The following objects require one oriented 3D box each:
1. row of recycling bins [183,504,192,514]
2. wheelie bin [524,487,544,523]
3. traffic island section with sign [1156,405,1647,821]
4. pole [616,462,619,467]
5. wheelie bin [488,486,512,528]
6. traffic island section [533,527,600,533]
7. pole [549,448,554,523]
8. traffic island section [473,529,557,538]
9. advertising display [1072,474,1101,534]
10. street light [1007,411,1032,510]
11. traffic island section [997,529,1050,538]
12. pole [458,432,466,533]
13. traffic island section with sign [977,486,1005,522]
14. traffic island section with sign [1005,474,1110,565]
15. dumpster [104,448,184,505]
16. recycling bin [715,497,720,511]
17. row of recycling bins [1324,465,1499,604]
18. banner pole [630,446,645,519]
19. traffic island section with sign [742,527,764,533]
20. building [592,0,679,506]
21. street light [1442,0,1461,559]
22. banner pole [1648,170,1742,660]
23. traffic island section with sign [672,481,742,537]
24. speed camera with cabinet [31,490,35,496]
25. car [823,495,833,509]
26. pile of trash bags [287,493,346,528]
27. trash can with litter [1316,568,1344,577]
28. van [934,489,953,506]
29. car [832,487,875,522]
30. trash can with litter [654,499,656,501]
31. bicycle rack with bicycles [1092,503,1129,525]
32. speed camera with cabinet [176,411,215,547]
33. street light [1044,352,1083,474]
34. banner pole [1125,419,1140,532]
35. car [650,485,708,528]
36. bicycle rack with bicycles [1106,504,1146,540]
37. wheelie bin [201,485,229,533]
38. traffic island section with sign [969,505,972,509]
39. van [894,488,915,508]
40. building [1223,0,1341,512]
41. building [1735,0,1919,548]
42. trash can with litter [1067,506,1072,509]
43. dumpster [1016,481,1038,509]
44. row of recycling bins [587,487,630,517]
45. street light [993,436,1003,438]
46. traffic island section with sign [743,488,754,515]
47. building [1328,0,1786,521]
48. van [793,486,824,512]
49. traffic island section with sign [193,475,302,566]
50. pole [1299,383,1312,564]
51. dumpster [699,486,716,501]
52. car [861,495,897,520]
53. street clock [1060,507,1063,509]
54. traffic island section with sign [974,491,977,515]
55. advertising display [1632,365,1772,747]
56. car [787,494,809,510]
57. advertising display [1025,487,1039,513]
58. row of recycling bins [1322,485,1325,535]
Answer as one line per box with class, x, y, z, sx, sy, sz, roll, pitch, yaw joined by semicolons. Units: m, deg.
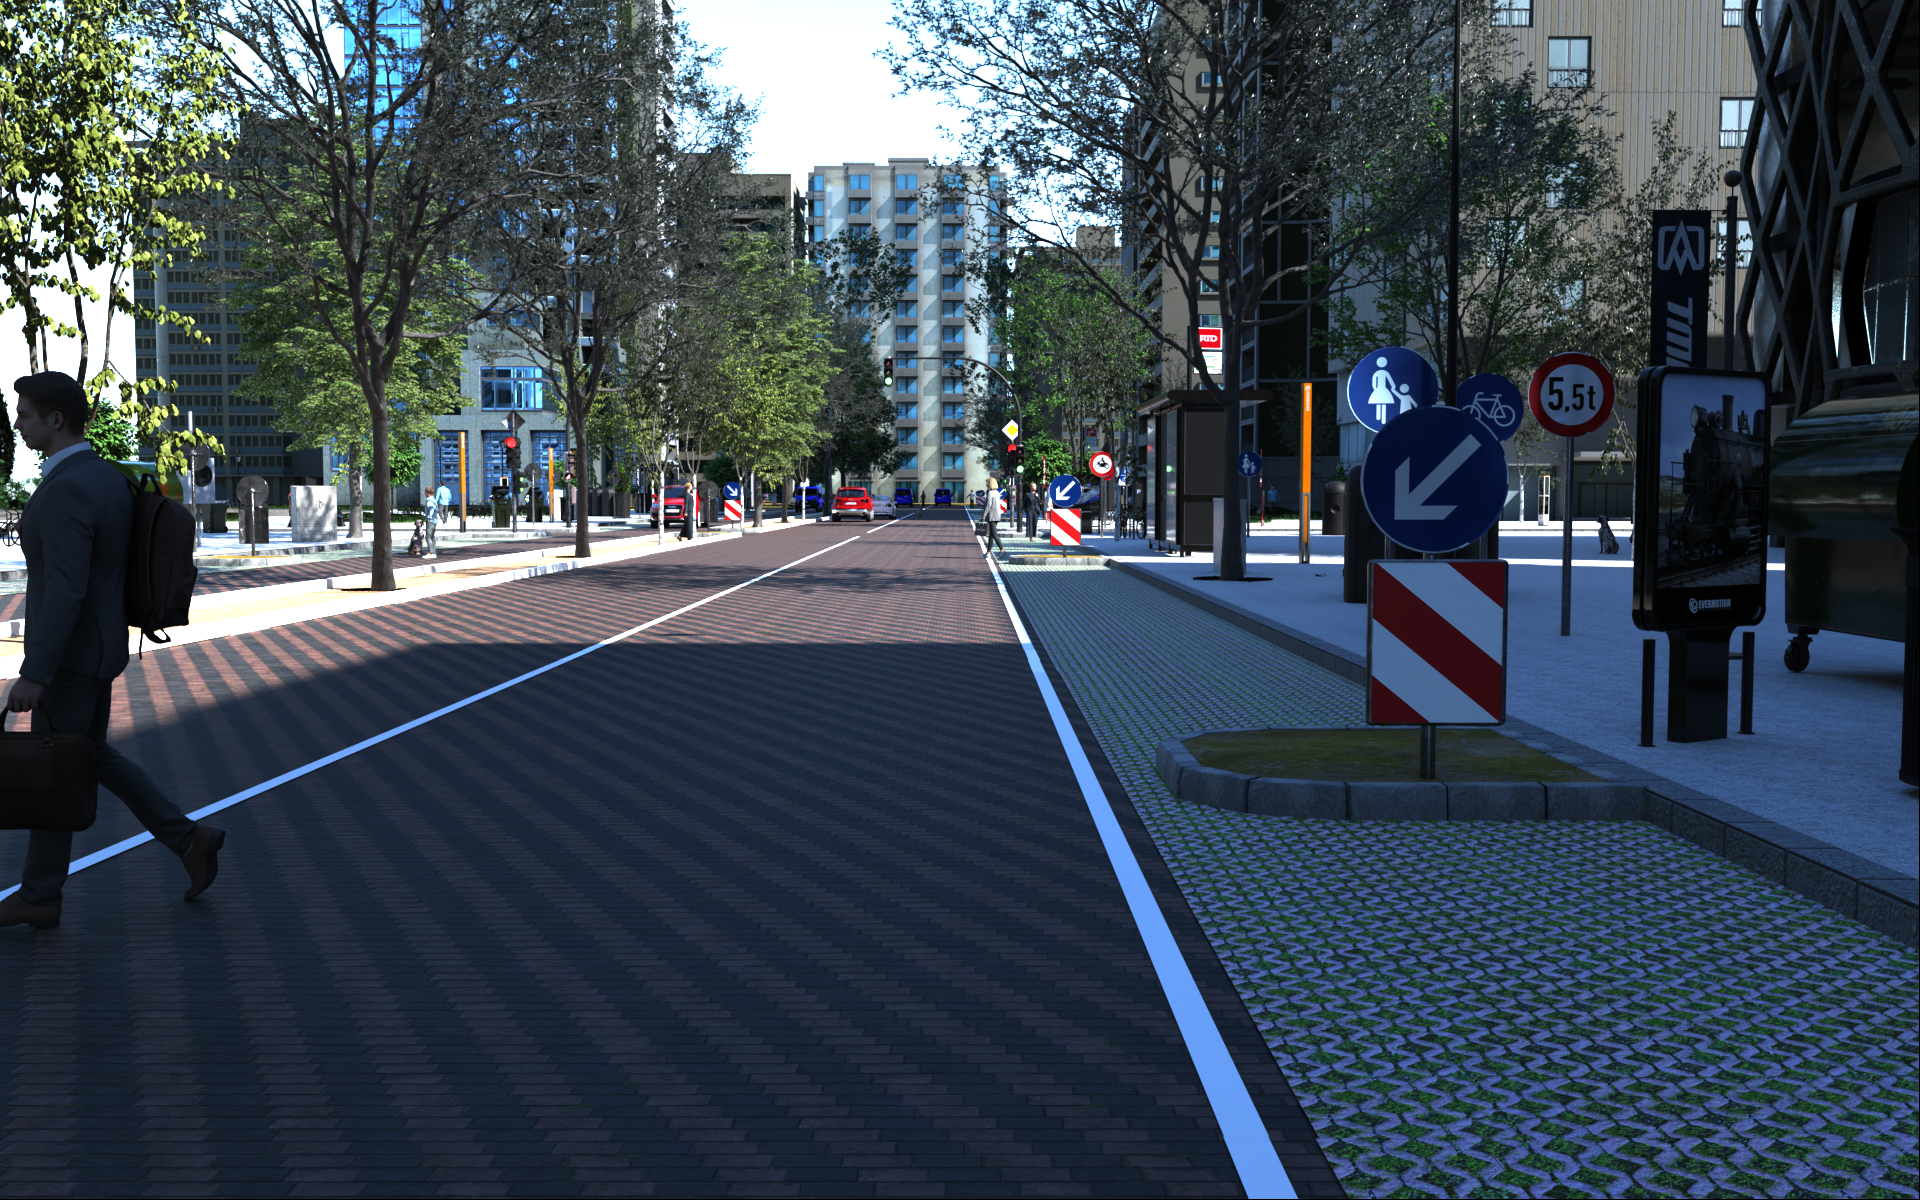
row of recycling bins;-31.747;-3.779;68.905;3.534;1.692;1.069;2;4;32
wheelie bin;-19.167;-4.296;78.155;0.693;1.594;0.980;2;4;25
traffic island section with sign;2.009;0.008;8.491;1.989;1.847;2.006;0;3;0
pole;-21.493;-7.029;108.764;0.158;3.312;0.155;0;3;0
wheelie bin;-17.375;-3.535;65.704;0.980;1.594;0.693;-2;4;-29
traffic island section;-14.847;-2.653;65.659;2.009;0.180;2.903;0;3;0
pole;-18.100;-5.067;76.686;0.158;3.312;0.155;0;3;0
traffic island section;-14.845;-2.165;57.674;2.009;0.180;2.903;0;3;0
advertising display;4.089;-3.101;55.908;0.974;1.923;0.123;1;4;23
street light;3.410;-7.554;96.044;1.470;5.913;1.316;0;3;0
traffic island section;1.996;-2.165;57.673;2.009;0.180;2.903;0;3;0
pole;-16.401;-3.866;57.057;0.158;3.312;0.155;0;3;0
traffic island section with sign;1.997;-4.993;90.257;1.989;1.847;2.006;0;3;0
traffic island section with sign;2.003;-1.640;35.447;1.989;1.847;2.006;0;3;0
dumpster;-17.426;-2.066;36.267;1.502;2.255;1.985;0;3;0
recycling bin;-18.970;-7.489;135.002;0.722;1.027;0.722;1;4;19
row of recycling bins;5.842;-0.886;21.591;1.069;1.692;3.534;3;4;37
banner pole;-16.988;-6.170;90.902;0.863;3.779;0.401;2;4;32
traffic island section with sign;-8.488;-3.497;65.317;2.006;1.907;1.989;0;3;0
building;-46.007;-39.701;191.102;28.212;58.520;21.231;0;3;0
street light;3.423;-2.531;13.920;1.470;5.913;1.316;0;3;0
banner pole;5.744;-1.436;13.489;0.863;3.779;0.401;0;4;-2
traffic island section with sign;-8.496;-3.044;57.909;2.006;1.907;1.989;0;3;0
speed camera with cabinet;-36.365;-4.605;69.632;2.038;3.252;0.660;1;4;17
car;-12.209;-9.320;162.176;2.009;1.686;4.222;0;4;-2
pile of trash bags;-24.964;-3.472;66.520;1.912;1.369;3.447;0;4;-1
trash can with litter;6.496;-0.937;26.375;1.678;1.210;2.233;-3;5;-43
van;-1.992;-12.273;205.042;2.240;2.365;5.245;0;4;0
car;-5.587;-4.996;90.354;2.281;1.827;5.304;0;4;-1
trash can with litter;-18.824;-6.067;110.259;2.233;1.210;1.678;-1;4;-23
bicycle rack with bicycles;6.769;-3.572;71.788;2.925;0.926;2.852;3;5;42
speed camera with cabinet;-18.660;-2.843;40.811;0.660;3.252;2.038;3;4;37
street light;3.439;-5.155;56.822;1.470;5.913;1.316;0;3;0
banner pole;5.743;-4.172;58.234;0.401;3.779;0.863;-1;4;-22
car;-11.906;-3.984;73.806;2.281;1.827;5.304;0;4;-2
bicycle rack with bicycles;5.671;-2.208;49.488;2.852;0.926;2.925;0;4;3
wheelie bin;-24.635;-3.009;57.101;0.693;1.594;0.980;2;4;32
traffic island section with sign;1.967;-11.379;194.668;1.989;1.847;2.006;0;3;0
van;-6.027;-11.134;186.424;2.240;2.365;5.245;0;4;0
building;28.518;-41.889;123.130;20.563;71.187;20.611;0;3;0
building;26.036;-10.250;35.039;16.820;18.784;16.811;0;3;0
trash can with litter;4.955;-4.104;78.492;0.624;1.170;1.055;1;4;9
dumpster;4.317;-6.625;110.809;1.502;2.255;1.985;0;3;0
row of recycling bins;-20.069;-5.571;98.194;3.534;1.692;1.069;3;4;36
street light;3.378;-10.194;139.207;1.470;5.913;1.316;0;3;0
traffic island section with sign;-14.525;-6.693;118.057;1.989;1.847;2.006;0;3;0
building;35.424;-30.713;91.391;27.495;52.752;28.713;0;3;0
van;-11.981;-8.141;137.483;2.240;2.365;5.245;0;3;0
traffic island section with sign;-14.509;-1.617;35.064;1.989;1.847;2.006;0;3;0
pole;6.368;-2.330;31.939;0.158;3.312;0.155;0;3;0
dumpster;-17.733;-7.023;120.592;1.264;1.857;1.865;0;3;0
car;-4.638;-5.290;98.848;2.083;1.381;4.827;0;4;1
street clock;5.713;-5.674;97.347;0.358;2.002;0.471;0;4;4
traffic island section with sign;1.989;-6.674;117.753;1.989;1.847;2.006;0;3;0
advertising display;3.851;-0.231;8.989;0.974;1.923;0.123;-2;4;-33
car;-14.757;-9.027;157.816;2.015;1.641;3.980;0;4;1
advertising display;4.811;-6.799;116.385;0.974;1.923;0.123;0;4;-4
row of recycling bins;12.608;-2.915;54.775;3.534;1.692;1.069;-3;5;-44
